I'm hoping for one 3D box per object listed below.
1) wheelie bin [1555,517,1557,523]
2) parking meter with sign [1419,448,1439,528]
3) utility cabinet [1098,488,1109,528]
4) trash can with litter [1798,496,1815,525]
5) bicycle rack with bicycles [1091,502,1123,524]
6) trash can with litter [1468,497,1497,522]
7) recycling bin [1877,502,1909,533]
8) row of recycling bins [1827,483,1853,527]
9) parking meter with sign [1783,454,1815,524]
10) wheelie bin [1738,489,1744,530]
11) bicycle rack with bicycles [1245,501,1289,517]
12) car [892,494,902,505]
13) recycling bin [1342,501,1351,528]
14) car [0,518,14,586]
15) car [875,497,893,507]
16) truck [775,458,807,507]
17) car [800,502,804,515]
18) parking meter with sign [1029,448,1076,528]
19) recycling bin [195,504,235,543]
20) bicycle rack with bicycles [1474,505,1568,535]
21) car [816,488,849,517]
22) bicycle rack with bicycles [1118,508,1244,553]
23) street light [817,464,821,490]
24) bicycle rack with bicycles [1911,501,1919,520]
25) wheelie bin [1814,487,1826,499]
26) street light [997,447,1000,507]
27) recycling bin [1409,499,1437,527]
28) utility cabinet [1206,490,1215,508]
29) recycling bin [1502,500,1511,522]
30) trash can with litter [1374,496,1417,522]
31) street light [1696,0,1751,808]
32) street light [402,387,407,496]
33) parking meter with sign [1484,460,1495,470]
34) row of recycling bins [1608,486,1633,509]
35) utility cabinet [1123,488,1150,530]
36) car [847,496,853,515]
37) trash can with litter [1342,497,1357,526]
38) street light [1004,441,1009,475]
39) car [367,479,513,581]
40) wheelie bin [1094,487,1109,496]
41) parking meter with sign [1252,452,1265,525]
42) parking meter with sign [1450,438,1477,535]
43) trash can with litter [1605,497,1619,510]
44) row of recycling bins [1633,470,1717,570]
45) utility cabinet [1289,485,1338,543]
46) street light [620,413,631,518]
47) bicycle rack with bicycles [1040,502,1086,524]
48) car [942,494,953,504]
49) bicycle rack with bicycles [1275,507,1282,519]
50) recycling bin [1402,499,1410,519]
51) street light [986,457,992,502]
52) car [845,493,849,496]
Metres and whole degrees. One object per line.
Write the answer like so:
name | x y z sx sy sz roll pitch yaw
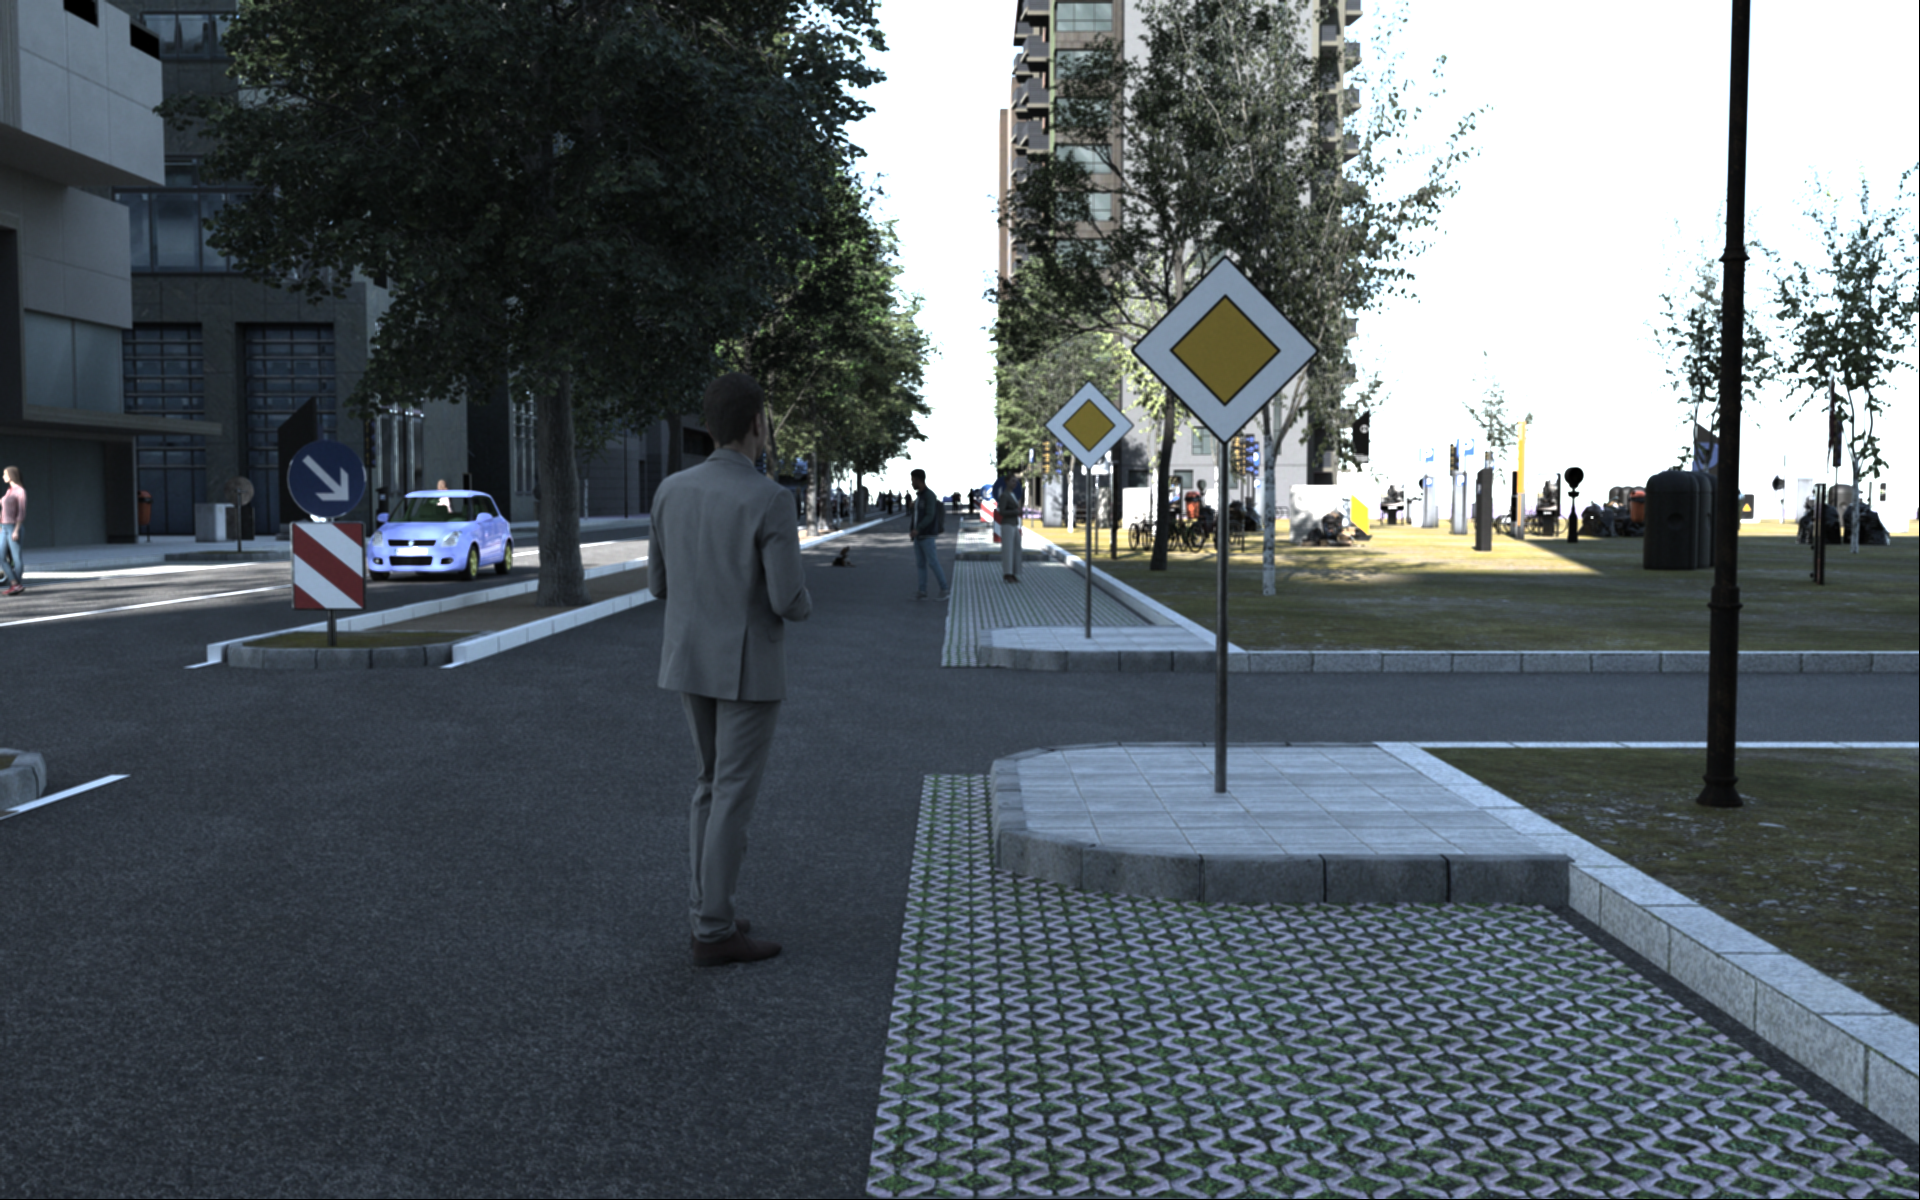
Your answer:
wheelie bin | 25.541 -4.113 75.152 0.980 1.594 0.693 3 5 43
parking meter with sign | 17.836 -4.247 65.700 0.543 3.016 1.738 2 4 25
utility cabinet | 5.484 -3.441 64.933 0.318 1.500 1.173 -2 4 -24
trash can with litter | 35.520 -3.700 71.556 2.233 1.210 1.678 -2 4 -27
bicycle rack with bicycles | 7.198 -3.430 69.462 2.925 0.926 2.852 -2 4 -32
trash can with litter | 23.692 -4.166 79.165 2.233 1.210 1.678 -1 4 -9
recycling bin | 30.965 -2.749 57.502 0.722 1.027 0.722 -2 4 -35
row of recycling bins | 34.853 -3.752 68.453 1.069 1.692 3.534 2 4 28
parking meter with sign | 36.534 -4.806 74.839 1.738 3.016 0.543 2 4 29
wheelie bin | 27.468 -3.290 61.692 0.980 1.594 0.693 -1 4 -13
bicycle rack with bicycles | 15.507 -4.652 89.447 2.925 0.926 2.852 -1 4 -20
car | -8.338 -12.846 221.824 2.131 1.459 4.920 0 4 -1
recycling bin | 14.587 -3.311 66.685 0.722 1.027 0.722 -1 4 -18
car | -15.685 -1.012 25.348 1.959 1.807 4.718 0 3 0
car | -8.522 -11.222 193.707 2.015 1.641 3.980 0 4 0
truck | -12.357 -8.885 135.034 2.967 4.110 18.799 0 4 -2
car | -11.729 -6.517 118.916 2.083 1.381 4.827 0 4 -1
parking meter with sign | 3.572 -4.292 66.434 1.738 3.016 0.543 -1 4 -14
recycling bin | -19.841 -2.053 46.117 0.722 1.027 0.722 1 4 19
bicycle rack with bicycles | 18.002 -2.577 55.512 2.925 0.926 2.852 1 4 16
car | -8.282 -6.262 111.058 2.281 1.827 5.304 0 4 1
bicycle rack with bicycles | 5.155 -1.555 38.807 2.852 0.926 2.925 0 4 -5
street light | -17.530 -14.859 215.734 0.468 5.910 1.993 0 4 0
bicycle rack with bicycles | 47.606 -4.332 84.205 2.852 0.926 2.925 3 4 39
wheelie bin | 40.869 -4.571 82.641 0.693 1.594 0.980 -3 4 -38
street light | 3.699 -11.813 165.928 0.468 5.910 1.993 0 4 0
recycling bin | 18.240 -3.394 68.042 0.722 1.027 0.722 3 5 41
utility cabinet | 13.037 -4.878 88.429 1.173 1.500 0.318 -3 5 -39
recycling bin | 22.893 -3.630 71.903 0.722 1.027 0.722 1 4 20
trash can with litter | 20.729 -4.409 83.143 1.678 1.210 2.233 3 4 39
street light | 3.144 -2.092 6.989 0.468 5.910 1.993 0 4 0
street light | -17.830 -5.065 55.601 0.468 5.910 1.993 0 4 0
parking meter with sign | 26.620 -5.631 88.334 0.543 3.016 1.738 -1 4 -9
row of recycling bins | 32.839 -4.725 84.359 1.069 1.692 3.534 -1 4 -15
utility cabinet | 6.304 -3.261 62.002 0.318 1.500 1.173 -2 4 -34
car | -8.111 -6.362 116.017 2.014 1.417 4.499 0 4 0
trash can with litter | 15.155 -3.610 70.084 2.233 1.210 1.678 0 4 7
street light | 3.443 -9.368 125.947 0.468 5.910 1.993 0 4 0
car | -8.881 -1.229 29.691 1.945 1.707 3.694 0 4 -1
wheelie bin | 6.141 -3.979 72.957 0.980 1.594 0.693 1 4 19
parking meter with sign | 12.617 -4.683 72.823 0.543 3.016 1.738 2 4 30
parking meter with sign | 15.842 -3.582 54.821 0.543 3.016 1.738 0 4 7
trash can with litter | 23.752 -3.205 63.791 1.055 1.170 0.624 2 4 35
row of recycling bins | 12.837 -1.435 30.572 1.069 1.692 3.534 2 4 32
utility cabinet | 9.044 -2.177 44.265 1.173 1.500 0.318 1 4 23
street light | -17.806 -7.305 92.221 0.468 5.910 1.993 0 4 0
bicycle rack with bicycles | 5.129 -4.020 79.108 2.852 0.926 2.925 2 4 29
car | -1.556 -13.751 234.422 1.945 1.707 3.694 0 4 1
bicycle rack with bicycles | 5.913 -1.823 43.193 2.925 0.926 2.852 -3 5 -41
recycling bin | 23.274 -4.692 89.261 0.722 1.027 0.722 -1 4 -18
street light | 3.712 -14.499 209.853 0.468 5.910 1.993 0 4 0
car | -12.860 -11.278 193.988 1.945 1.707 3.694 0 4 -1
